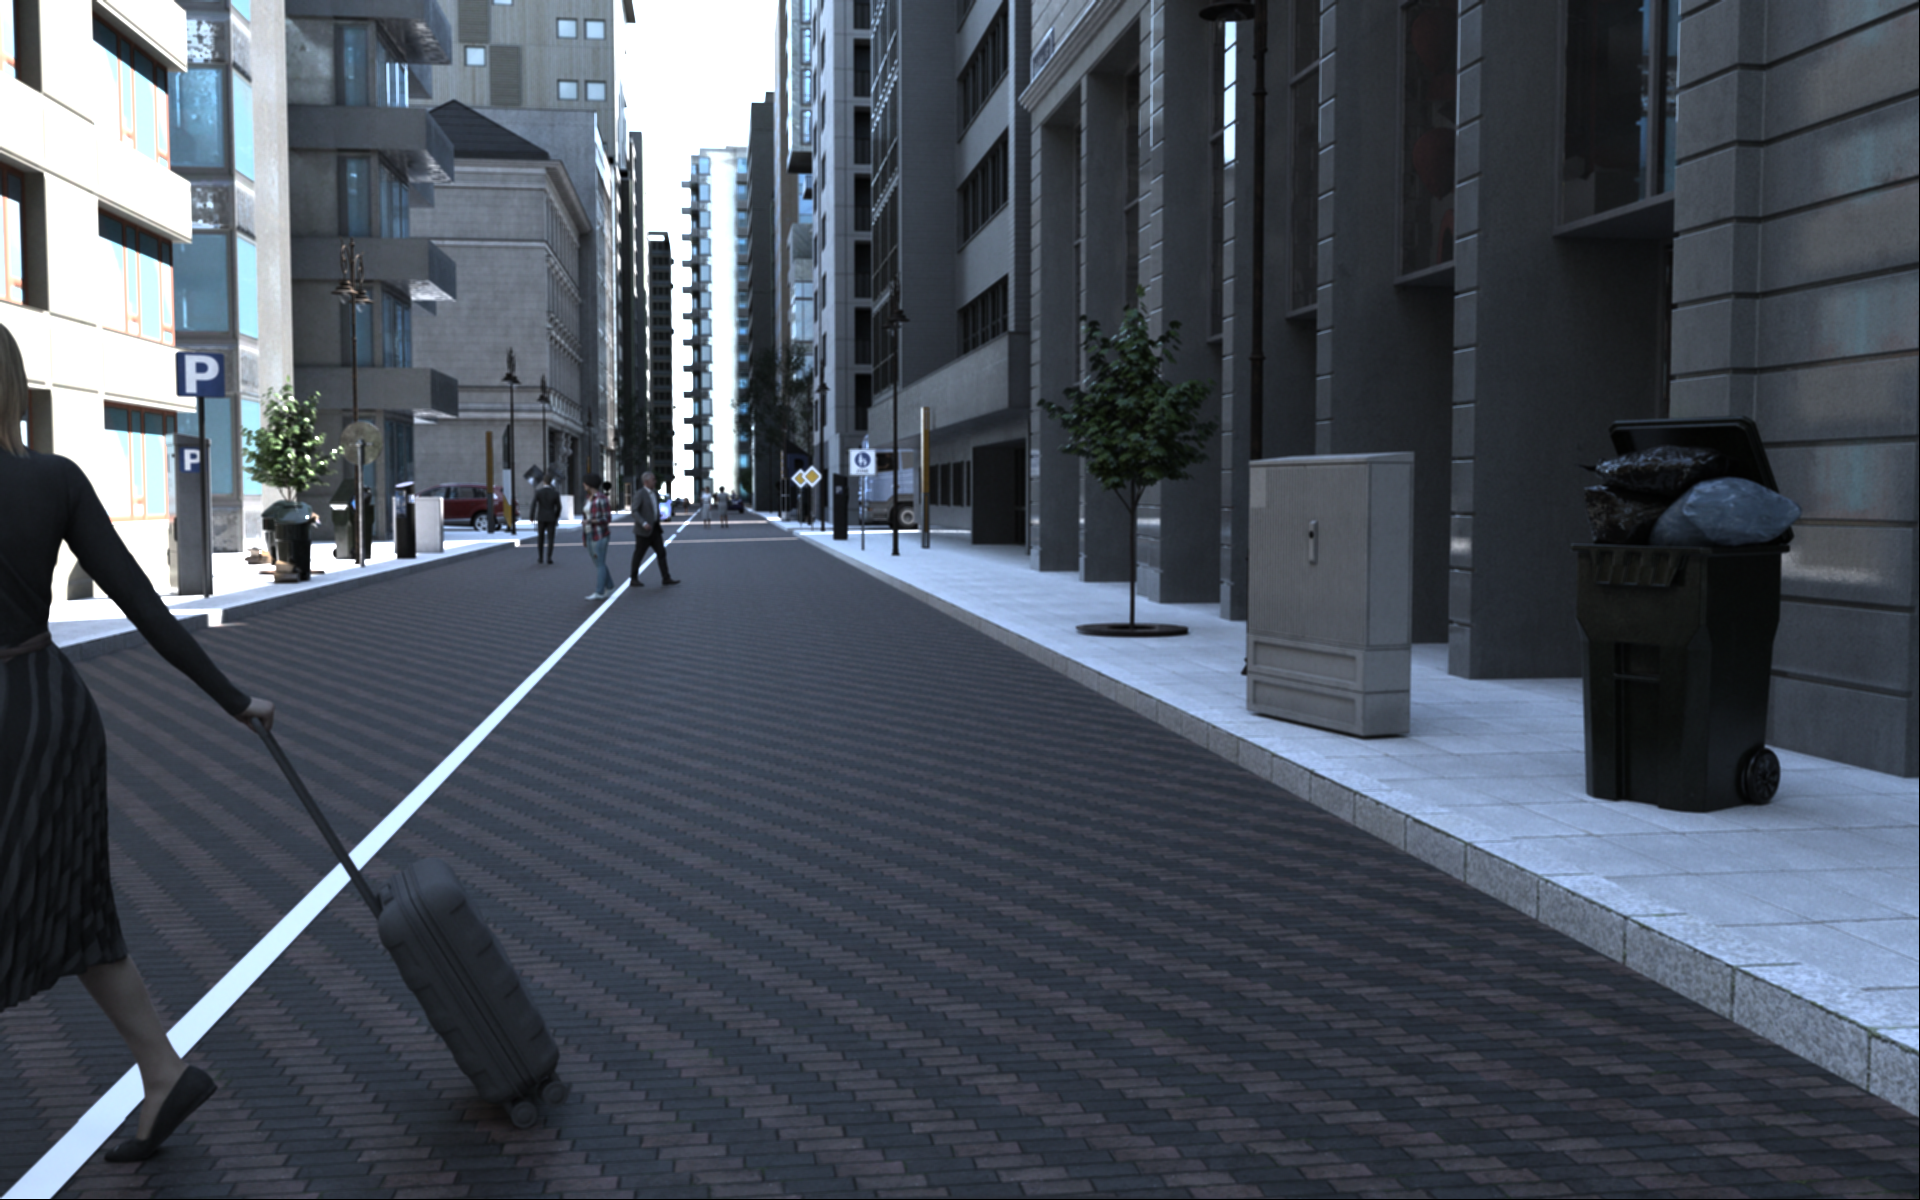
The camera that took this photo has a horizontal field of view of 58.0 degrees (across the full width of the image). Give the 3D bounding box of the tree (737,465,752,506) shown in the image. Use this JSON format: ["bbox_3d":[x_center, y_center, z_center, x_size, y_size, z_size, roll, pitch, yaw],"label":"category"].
[{"bbox_3d":[-23.078,-12.737,191.971,4.285,4.588,4.351,0,3,0],"label":"tree"}]

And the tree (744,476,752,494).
[{"bbox_3d":[-22.126,-11.581,183.949,1.663,3.219,1.824,0,3,0],"label":"tree"}]

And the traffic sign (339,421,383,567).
[{"bbox_3d":[-10.480,-1.847,30.310,0.768,2.556,0.104,0,4,1],"label":"traffic sign"}]

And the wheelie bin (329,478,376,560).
[{"bbox_3d":[-11.943,-1.601,34.078,0.980,1.594,0.693,3,4,38],"label":"wheelie bin"}]

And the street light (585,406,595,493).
[{"bbox_3d":[-19.354,-7.212,90.709,0.468,5.910,1.993,0,4,-8],"label":"street light"}]

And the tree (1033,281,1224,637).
[{"bbox_3d":[1.624,-1.296,15.797,1.663,3.219,1.824,0,3,0],"label":"tree"}]

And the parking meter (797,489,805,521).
[{"bbox_3d":[-7.497,-4.487,81.776,0.372,1.533,0.369,0,3,0],"label":"parking meter"}]

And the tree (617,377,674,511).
[{"bbox_3d":[-25.881,-12.042,131.300,8.767,10.594,7.601,0,4,-8],"label":"tree"}]

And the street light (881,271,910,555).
[{"bbox_3d":[-1.349,-3.873,36.110,0.468,5.910,1.993,0,4,-8],"label":"street light"}]

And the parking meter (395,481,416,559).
[{"bbox_3d":[-11.060,-1.598,34.543,0.372,1.533,0.369,0,3,0],"label":"parking meter"}]

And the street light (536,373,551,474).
[{"bbox_3d":[-15.963,-5.734,66.543,0.468,5.910,1.993,0,4,-8],"label":"street light"}]

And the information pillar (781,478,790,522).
[{"bbox_3d":[-8.142,-4.668,80.816,0.304,2.012,0.304,2,4,34],"label":"information pillar"}]

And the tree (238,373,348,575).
[{"bbox_3d":[-10.648,-2.032,27.818,1.663,3.219,1.824,0,3,0],"label":"tree"}]

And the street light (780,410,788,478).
[{"bbox_3d":[-9.615,-7.471,94.933,0.468,5.910,1.993,0,4,-8],"label":"street light"}]

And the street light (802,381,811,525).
[{"bbox_3d":[-6.192,-6.011,71.072,0.468,5.910,1.993,0,4,-8],"label":"street light"}]

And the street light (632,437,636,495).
[{"bbox_3d":[-26.098,-10.125,138.333,0.468,5.910,1.993,0,4,-8],"label":"street light"}]

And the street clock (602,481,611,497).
[{"bbox_3d":[-20.222,-5.791,99.248,0.471,2.002,0.358,-2,4,-24],"label":"street clock"}]

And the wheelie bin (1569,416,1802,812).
[{"bbox_3d":[3.007,0.042,7.220,0.693,1.594,0.980,-3,4,-36],"label":"wheelie bin"}]

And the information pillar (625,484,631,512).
[{"bbox_3d":[-23.549,-7.231,122.716,0.304,2.012,0.304,3,5,44],"label":"information pillar"}]

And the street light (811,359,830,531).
[{"bbox_3d":[-4.720,-5.301,59.466,0.468,5.910,1.993,0,4,-8],"label":"street light"}]

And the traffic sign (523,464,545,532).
[{"bbox_3d":[-14.362,-3.357,58.531,0.795,2.450,0.064,0,4,-8],"label":"traffic sign"}]

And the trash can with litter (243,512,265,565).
[{"bbox_3d":[-12.576,-1.243,31.708,0.624,1.170,1.055,1,4,17],"label":"trash can with litter"}]

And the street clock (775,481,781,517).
[{"bbox_3d":[-10.022,-5.624,96.517,0.471,2.002,0.358,0,4,8],"label":"street clock"}]

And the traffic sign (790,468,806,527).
[{"bbox_3d":[-6.225,-3.919,67.722,0.795,2.450,0.064,0,4,-8],"label":"traffic sign"}]

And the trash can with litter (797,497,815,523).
[{"bbox_3d":[-6.833,-4.035,77.362,0.624,1.170,1.055,-3,4,-38],"label":"trash can with litter"}]

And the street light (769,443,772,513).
[{"bbox_3d":[-12.934,-8.900,118.296,0.468,5.910,1.993,0,4,-8],"label":"street light"}]

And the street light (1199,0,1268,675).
[{"bbox_3d":[2.089,-2.406,12.131,0.468,5.910,1.993,0,4,-8],"label":"street light"}]

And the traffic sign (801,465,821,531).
[{"bbox_3d":[-5.106,-3.436,59.815,0.795,2.450,0.064,0,4,-8],"label":"traffic sign"}]

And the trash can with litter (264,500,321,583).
[{"bbox_3d":[-9.728,-0.853,25.339,0.624,1.170,1.055,-1,4,-14],"label":"trash can with litter"}]

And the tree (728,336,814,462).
[{"bbox_3d":[-9.677,-10.215,101.433,8.767,10.594,7.601,0,4,4],"label":"tree"}]

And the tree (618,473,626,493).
[{"bbox_3d":[-26.936,-8.680,136.524,1.663,3.219,1.824,0,3,0],"label":"tree"}]

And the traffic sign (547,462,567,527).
[{"bbox_3d":[-15.817,-4.155,68.041,0.768,2.556,0.104,0,4,-4],"label":"traffic sign"}]

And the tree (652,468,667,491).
[{"bbox_3d":[-38.310,-14.285,217.273,4.285,4.588,4.351,0,3,0],"label":"tree"}]

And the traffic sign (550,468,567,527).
[{"bbox_3d":[-15.481,-3.841,66.437,0.795,2.450,0.064,0,4,-8],"label":"traffic sign"}]

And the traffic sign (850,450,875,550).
[{"bbox_3d":[-2.217,-2.285,39.488,0.606,2.300,0.079,0,4,-2],"label":"traffic sign"}]

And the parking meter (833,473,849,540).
[{"bbox_3d":[-3.343,-2.624,48.617,0.399,1.863,0.255,1,4,15],"label":"parking meter"}]

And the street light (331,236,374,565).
[{"bbox_3d":[-10.928,-3.578,31.295,0.468,5.910,1.993,0,4,-8],"label":"street light"}]

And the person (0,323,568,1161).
[{"bbox_3d":[-1.614,0.309,3.671,1.509,1.804,0.699,-1,4,-21],"label":"person"}]

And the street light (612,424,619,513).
[{"bbox_3d":[-22.818,-8.696,114.965,0.468,5.910,1.993,0,4,-8],"label":"street light"}]

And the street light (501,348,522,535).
[{"bbox_3d":[-14.128,-5.008,54.675,0.468,5.910,1.993,0,4,-8],"label":"street light"}]

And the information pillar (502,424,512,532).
[{"bbox_3d":[-15.204,-4.085,58.144,0.183,3.616,0.504,-3,4,-37],"label":"information pillar"}]
